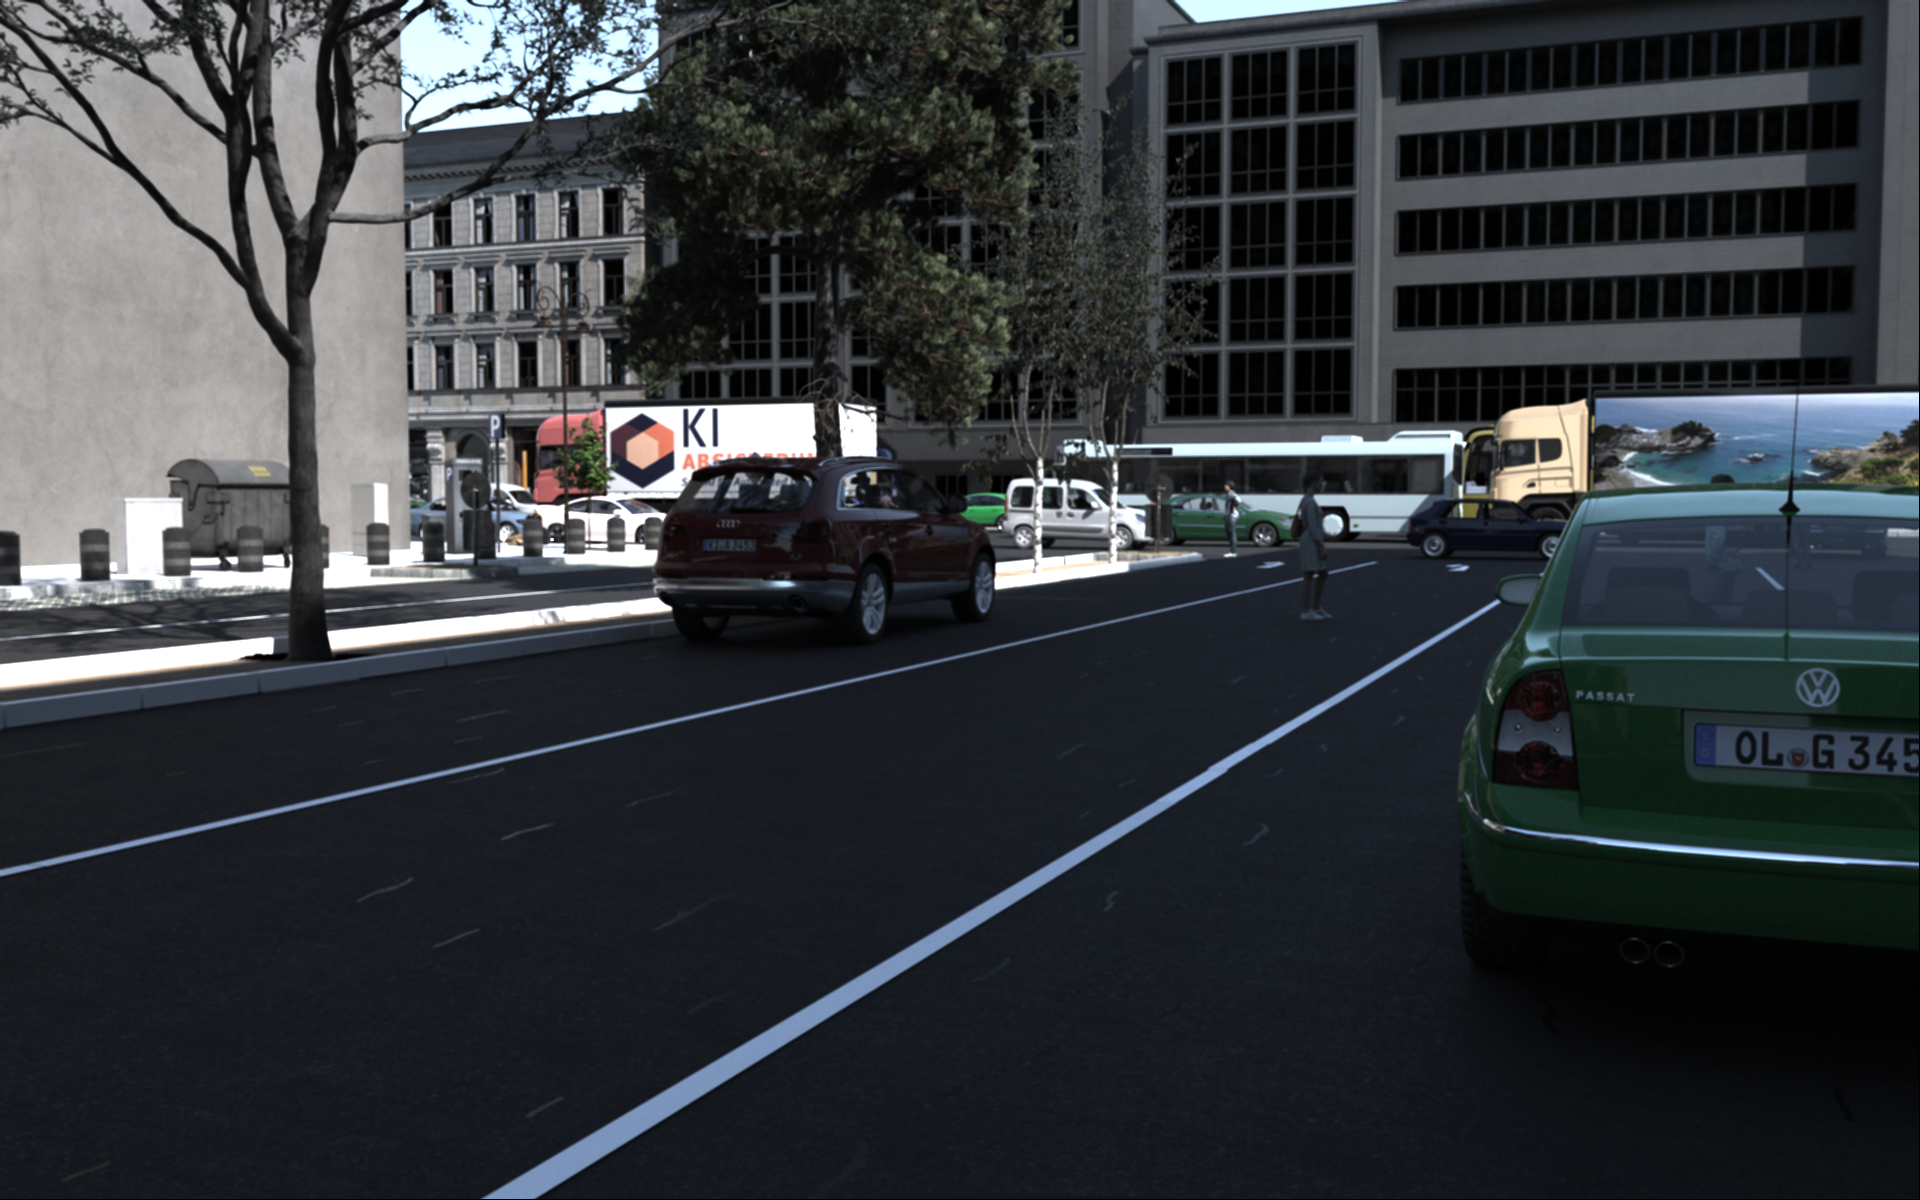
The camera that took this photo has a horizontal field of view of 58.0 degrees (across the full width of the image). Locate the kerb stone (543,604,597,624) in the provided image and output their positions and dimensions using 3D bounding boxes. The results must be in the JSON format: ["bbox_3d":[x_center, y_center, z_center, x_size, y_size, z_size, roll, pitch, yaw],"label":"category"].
[{"bbox_3d":[-4.450,0.166,19.484,0.120,0.150,1.000,1,4,22],"label":"kerb stone"}]

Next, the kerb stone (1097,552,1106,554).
[{"bbox_3d":[3.026,-0.939,37.555,0.120,0.150,1.000,1,4,22],"label":"kerb stone"}]

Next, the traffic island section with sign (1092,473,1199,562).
[{"bbox_3d":[4.114,-1.788,37.370,2.006,1.907,1.989,1,4,22],"label":"traffic island section with sign"}]

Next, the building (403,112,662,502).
[{"bbox_3d":[-31.981,-14.937,95.127,40.483,20.767,10.553,1,4,22],"label":"building"}]

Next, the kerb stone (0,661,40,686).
[{"bbox_3d":[-7.201,0.573,12.830,0.120,0.150,1.000,1,4,22],"label":"kerb stone"}]

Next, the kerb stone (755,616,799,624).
[{"bbox_3d":[-2.138,0.164,19.582,0.120,0.150,1.000,1,4,22],"label":"kerb stone"}]

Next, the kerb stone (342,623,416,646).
[{"bbox_3d":[-5.633,0.343,16.640,0.120,0.150,1.000,1,4,22],"label":"kerb stone"}]

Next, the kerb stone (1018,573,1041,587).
[{"bbox_3d":[1.011,-0.305,27.186,0.120,0.150,1.000,1,4,22],"label":"kerb stone"}]

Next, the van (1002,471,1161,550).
[{"bbox_3d":[3.214,-2.341,45.282,4.112,2.044,2.013,2,4,23],"label":"van"}]

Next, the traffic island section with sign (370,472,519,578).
[{"bbox_3d":[-8.846,-1.323,30.262,1.989,1.847,2.006,1,4,22],"label":"traffic island section with sign"}]

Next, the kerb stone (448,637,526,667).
[{"bbox_3d":[-4.101,0.450,14.838,0.120,0.150,1.000,1,4,22],"label":"kerb stone"}]

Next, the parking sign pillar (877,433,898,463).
[{"bbox_3d":[-3.277,-5.230,73.977,1.447,3.967,1.447,3,5,40],"label":"parking sign pillar"}]

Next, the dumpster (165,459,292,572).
[{"bbox_3d":[-12.360,-1.448,29.425,1.264,1.857,1.865,1,4,22],"label":"dumpster"}]

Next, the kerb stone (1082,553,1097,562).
[{"bbox_3d":[2.635,-0.880,36.599,0.120,0.150,1.000,1,4,22],"label":"kerb stone"}]

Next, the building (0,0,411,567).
[{"bbox_3d":[-31.986,-14.195,36.597,34.151,26.468,19.350,1,4,22],"label":"building"}]

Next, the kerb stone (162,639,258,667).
[{"bbox_3d":[-6.420,0.458,14.731,0.120,0.150,1.000,1,4,22],"label":"kerb stone"}]

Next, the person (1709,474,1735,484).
[{"bbox_3d":[6.570,-0.285,14.968,0.589,1.601,0.330,-2,4,-35],"label":"person"}]

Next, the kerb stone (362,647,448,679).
[{"bbox_3d":[-4.508,0.508,13.891,0.120,0.150,1.000,1,4,22],"label":"kerb stone"}]

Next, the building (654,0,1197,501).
[{"bbox_3d":[-1.455,-17.789,84.364,24.014,27.812,14.314,1,4,22],"label":"building"}]

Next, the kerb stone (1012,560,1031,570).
[{"bbox_3d":[1.062,-0.648,32.797,0.120,0.150,1.000,1,4,22],"label":"kerb stone"}]

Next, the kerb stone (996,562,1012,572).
[{"bbox_3d":[0.669,-0.590,31.849,0.120,0.150,1.000,1,4,22],"label":"kerb stone"}]

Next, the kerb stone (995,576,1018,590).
[{"bbox_3d":[0.610,-0.246,26.237,0.120,0.150,1.000,1,4,22],"label":"kerb stone"}]

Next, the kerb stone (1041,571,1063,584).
[{"bbox_3d":[1.405,-0.363,28.134,0.120,0.150,1.000,1,4,22],"label":"kerb stone"}]

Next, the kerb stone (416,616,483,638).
[{"bbox_3d":[-5.235,0.282,17.586,0.120,0.150,1.000,1,4,22],"label":"kerb stone"}]

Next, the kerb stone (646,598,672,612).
[{"bbox_3d":[-3.658,0.050,21.379,0.120,0.150,1.000,1,4,22],"label":"kerb stone"}]

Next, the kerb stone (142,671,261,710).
[{"bbox_3d":[-5.286,0.628,11.990,0.120,0.150,1.000,1,4,22],"label":"kerb stone"}]

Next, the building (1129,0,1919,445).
[{"bbox_3d":[23.218,-15.555,73.396,30.058,24.678,14.314,1,4,22],"label":"building"}]

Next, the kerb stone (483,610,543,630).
[{"bbox_3d":[-4.847,0.228,18.537,0.120,0.150,1.000,1,4,22],"label":"kerb stone"}]

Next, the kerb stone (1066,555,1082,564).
[{"bbox_3d":[2.243,-0.819,35.645,0.120,0.150,1.000,1,4,22],"label":"kerb stone"}]

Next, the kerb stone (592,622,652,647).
[{"bbox_3d":[-3.323,0.334,16.738,0.120,0.150,1.000,1,4,22],"label":"kerb stone"}]

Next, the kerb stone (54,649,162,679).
[{"bbox_3d":[-6.819,0.515,13.786,0.120,0.150,1.000,1,4,22],"label":"kerb stone"}]

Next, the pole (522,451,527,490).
[{"bbox_3d":[-20.549,-5.381,81.823,0.158,3.312,0.155,0,3,0],"label":"pole"}]

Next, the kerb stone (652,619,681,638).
[{"bbox_3d":[-2.919,0.276,17.682,0.120,0.150,1.000,1,4,22],"label":"kerb stone"}]

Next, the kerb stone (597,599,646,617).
[{"bbox_3d":[-4.063,0.111,20.435,0.120,0.150,1.000,1,4,22],"label":"kerb stone"}]

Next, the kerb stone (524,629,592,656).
[{"bbox_3d":[-3.720,0.392,15.791,0.120,0.150,1.000,1,4,22],"label":"kerb stone"}]

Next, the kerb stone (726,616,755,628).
[{"bbox_3d":[-2.530,0.218,18.632,0.120,0.150,1.000,1,4,22],"label":"kerb stone"}]

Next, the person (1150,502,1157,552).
[{"bbox_3d":[4.502,-1.660,40.311,0.373,1.253,0.362,0,4,8],"label":"person"}]

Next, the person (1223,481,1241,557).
[{"bbox_3d":[6.197,-1.849,39.457,0.376,1.734,0.841,1,4,9],"label":"person"}]

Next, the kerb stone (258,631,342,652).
[{"bbox_3d":[-6.028,0.401,15.685,0.120,0.150,1.000,1,4,22],"label":"kerb stone"}]

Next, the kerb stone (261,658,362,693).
[{"bbox_3d":[-4.883,0.568,12.935,0.120,0.150,1.000,1,4,22],"label":"kerb stone"}]

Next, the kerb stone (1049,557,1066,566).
[{"bbox_3d":[1.845,-0.764,34.695,0.120,0.150,1.000,1,4,22],"label":"kerb stone"}]

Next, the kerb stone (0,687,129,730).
[{"bbox_3d":[-5.678,0.682,11.041,0.120,0.150,1.000,1,4,22],"label":"kerb stone"}]

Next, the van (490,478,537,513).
[{"bbox_3d":[-16.862,-3.532,64.763,4.112,2.044,2.013,1,4,22],"label":"van"}]

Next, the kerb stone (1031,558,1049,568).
[{"bbox_3d":[1.452,-0.706,33.747,0.120,0.150,1.000,1,4,22],"label":"kerb stone"}]

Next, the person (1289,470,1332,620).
[{"bbox_3d":[4.012,-0.626,19.740,0.522,1.701,0.512,0,4,4],"label":"person"}]
